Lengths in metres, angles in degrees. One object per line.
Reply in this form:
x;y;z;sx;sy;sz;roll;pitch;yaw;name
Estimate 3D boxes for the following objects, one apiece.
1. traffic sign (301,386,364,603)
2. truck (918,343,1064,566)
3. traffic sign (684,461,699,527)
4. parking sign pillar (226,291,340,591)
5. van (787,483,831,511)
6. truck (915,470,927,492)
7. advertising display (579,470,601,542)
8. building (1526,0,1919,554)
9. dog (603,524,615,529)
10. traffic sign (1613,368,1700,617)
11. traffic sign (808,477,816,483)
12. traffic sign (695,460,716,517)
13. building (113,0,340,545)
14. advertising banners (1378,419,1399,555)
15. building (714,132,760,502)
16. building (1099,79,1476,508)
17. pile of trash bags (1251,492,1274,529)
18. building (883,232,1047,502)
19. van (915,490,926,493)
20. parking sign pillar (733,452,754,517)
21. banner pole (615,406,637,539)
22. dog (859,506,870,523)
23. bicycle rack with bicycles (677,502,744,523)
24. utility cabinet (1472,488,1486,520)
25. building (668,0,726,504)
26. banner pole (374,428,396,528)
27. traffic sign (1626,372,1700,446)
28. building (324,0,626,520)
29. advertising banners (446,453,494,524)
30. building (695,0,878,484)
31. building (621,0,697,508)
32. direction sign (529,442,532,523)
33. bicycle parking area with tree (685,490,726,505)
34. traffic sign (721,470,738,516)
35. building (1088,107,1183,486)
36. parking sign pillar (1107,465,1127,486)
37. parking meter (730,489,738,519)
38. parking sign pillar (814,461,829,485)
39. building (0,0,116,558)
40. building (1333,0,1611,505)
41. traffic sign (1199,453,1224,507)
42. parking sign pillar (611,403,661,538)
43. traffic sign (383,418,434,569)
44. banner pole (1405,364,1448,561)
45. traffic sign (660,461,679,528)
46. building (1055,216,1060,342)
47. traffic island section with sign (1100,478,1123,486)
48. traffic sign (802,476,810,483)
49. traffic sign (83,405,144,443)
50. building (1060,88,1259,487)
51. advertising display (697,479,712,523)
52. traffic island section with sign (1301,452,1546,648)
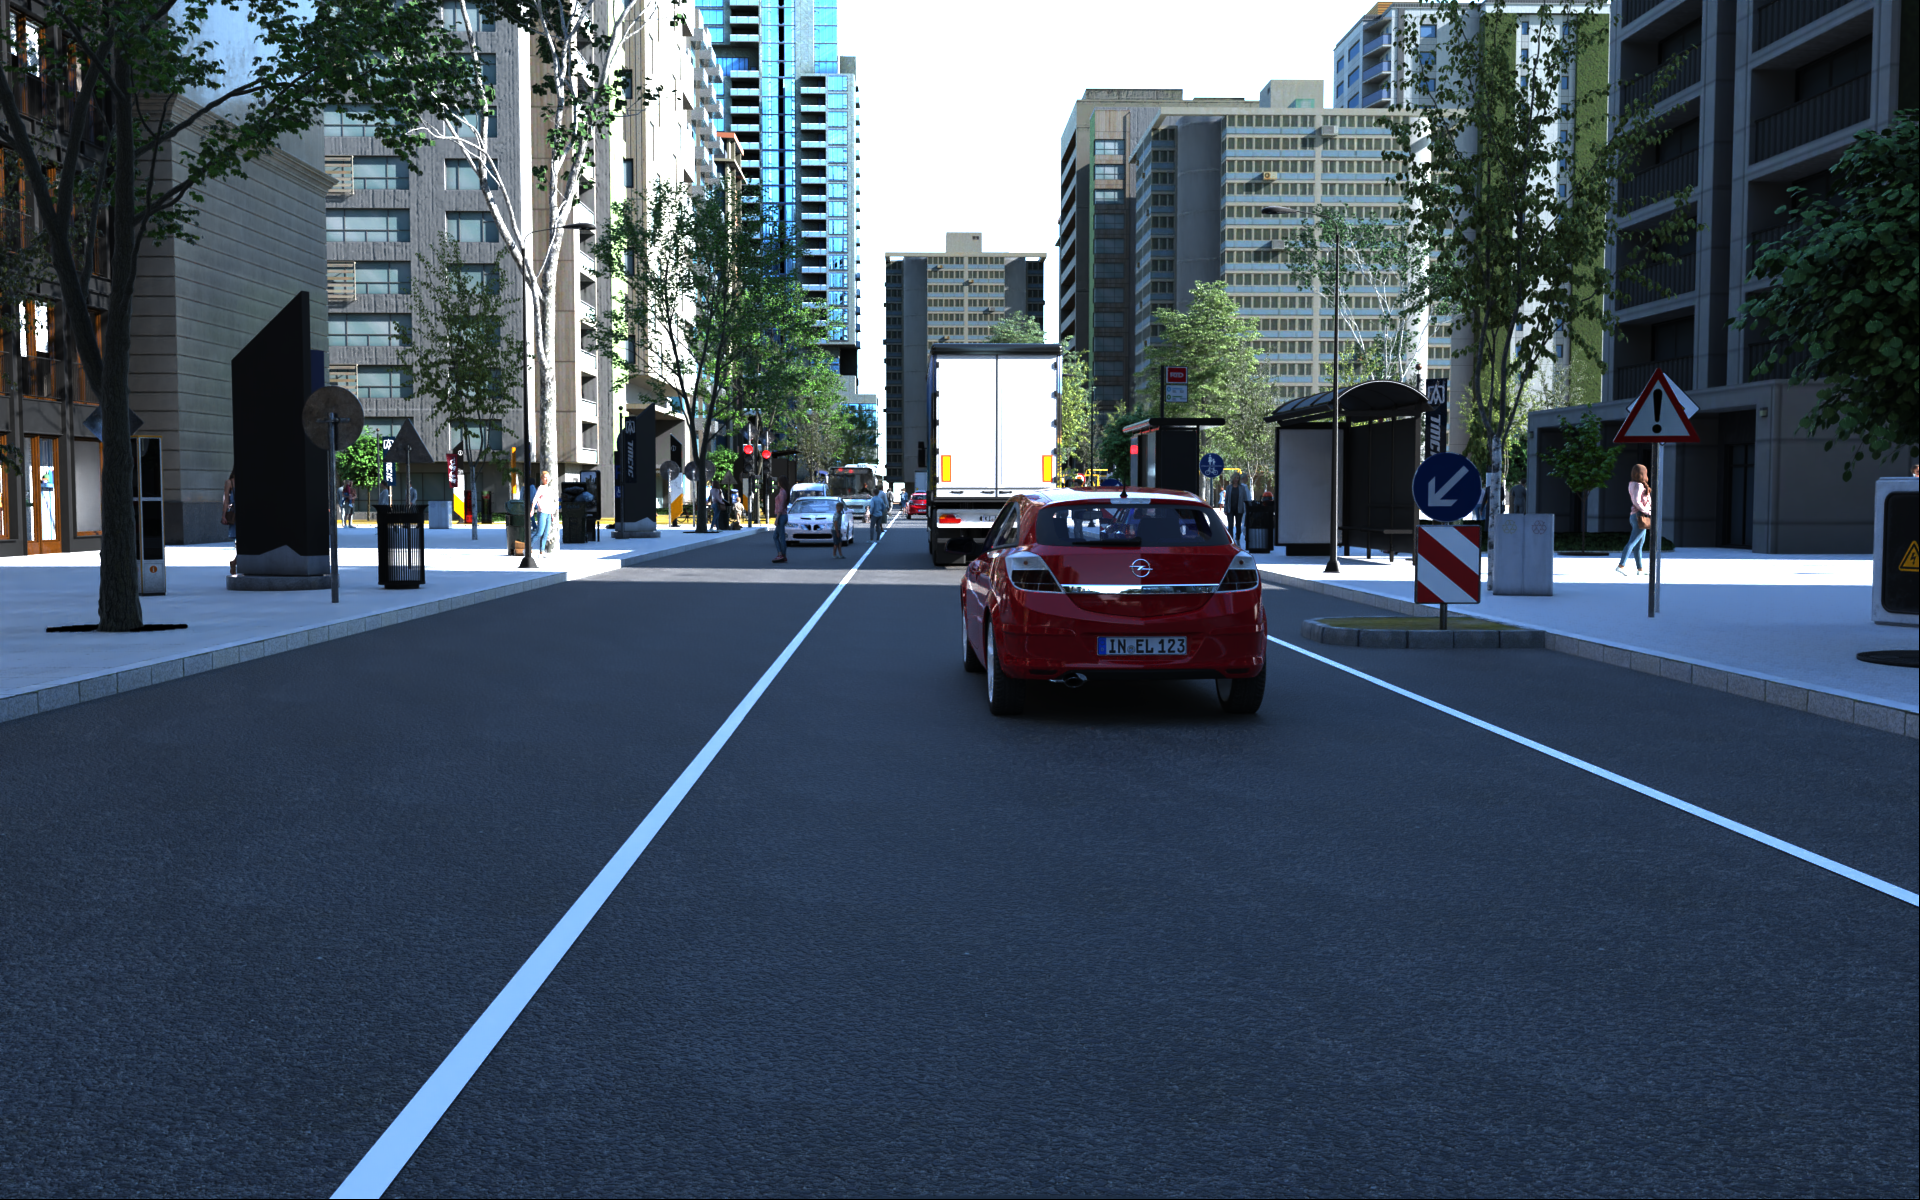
-7.379;-1.240;20.376;0.768;2.556;0.104;0;4;6;traffic sign
0.520;-2.993;37.854;2.839;4.237;11.283;0;4;-2;truck
-10.313;-4.097;67.100;0.768;2.556;0.104;0;4;8;traffic sign
-9.219;-2.142;23.490;1.447;3.967;1.447;2;4;24;parking sign pillar
-5.677;-3.549;65.036;2.013;2.044;4.112;0;4;0;van
-4.192;-13.579;210.937;2.839;4.237;11.283;0;4;-1;truck
-10.043;-2.560;47.064;0.123;1.923;0.974;-3;5;-40;advertising display
27.381;-36.780;39.603;20.563;71.187;20.611;0;4;-2;building
-12.706;-2.795;63.433;0.550;0.427;0.748;-3;5;-45;dog
7.198;-1.098;17.959;0.884;2.594;0.081;0;4;2;traffic sign
-10.905;-7.740;126.651;0.768;2.556;0.104;0;4;3;traffic sign
-9.434;-3.917;64.148;0.768;2.556;0.104;0;4;6;traffic sign
-31.785;-15.347;48.181;25.104;27.353;12.463;0;4;-2;building
9.260;-2.526;37.493;0.090;3.025;2.074;0;4;2;advertising banners
-38.380;-33.544;203.068;28.867;44.769;22.147;0;4;-2;building
29.876;-29.043;166.727;32.217;40.220;23.993;0;4;-2;building
11.718;-3.420;65.673;1.912;1.369;3.447;0;4;6;pile of trash bags
0.535;-34.721;259.567;23.993;40.220;32.217;0;4;-2;building
-4.502;-11.691;198.166;2.013;2.044;4.112;0;4;-1;van
-12.363;-6.766;99.104;1.447;3.967;1.447;3;4;37;parking sign pillar
-9.446;-3.616;49.131;0.863;3.779;0.401;3;4;37;banner pole
-4.823;-4.283;86.857;0.800;0.831;0.513;-1;4;-23;dog
-11.000;-3.962;78.161;2.925;0.926;2.852;2;4;33;bicycle rack with bicycles
19.626;-3.476;65.511;0.318;1.500;1.173;0;4;6;utility cabinet
-34.292;-33.291;163.920;23.786;49.044;30.456;0;4;-2;building
-21.903;-4.646;65.985;0.863;3.779;0.401;-1;4;-20;banner pole
7.572;-1.157;18.658;0.795;2.593;0.064;0;4;1;traffic sign
-25.688;-24.898;90.679;14.154;41.232;14.086;0;4;-2;building
-21.107;-4.795;74.578;2.074;3.025;0.090;0;4;5;advertising banners
-27.642;-57.535;253.367;31.000;86.520;22.319;0;4;-2;building
-33.073;-32.408;119.108;28.713;52.752;27.495;0;4;-2;building
-18.929;-5.129;75.850;0.379;3.537;0.876;-2;4;-31;direction sign
-21.650;-9.553;143.197;8.231;4.147;9.016;3;5;42;bicycle parking area with tree
-12.151;-5.578;91.210;0.884;2.594;0.081;0;4;-1;traffic sign
20.719;-30.756;186.451;14.154;41.232;14.086;0;4;-2;building
7.264;-5.441;77.435;1.447;3.967;1.447;2;4;28;parking sign pillar
-12.836;-5.436;97.286;0.372;1.533;0.369;0;3;0;parking meter
-11.437;-9.482;143.497;1.447;3.967;1.447;-2;4;-35;parking sign pillar
-25.328;-12.353;31.648;12.332;23.373;15.834;0;4;-2;building
60.503;-40.599;205.790;28.212;58.520;21.231;0;4;-2;building
7.799;-3.282;53.766;0.768;2.556;0.104;0;4;2;traffic sign
-9.550;-3.819;50.915;1.447;3.967;1.447;2;4;35;parking sign pillar
-9.423;-1.810;29.590;0.884;2.594;0.081;0;4;1;traffic sign
8.951;-2.638;33.142;0.401;3.779;0.863;-3;5;-43;banner pole
-11.060;-4.027;65.941;0.768;2.556;0.104;0;4;6;traffic sign
27.344;-36.813;256.519;28.867;44.769;22.147;0;4;-2;building
3.723;-2.208;44.725;1.989;1.847;2.006;0;4;-2;traffic island section with sign
-10.947;-7.554;123.509;0.884;2.594;0.081;0;4;3;traffic sign
-10.917;-1.383;22.353;0.795;2.593;0.064;0;4;2;traffic sign
23.311;-35.499;204.111;21.300;48.544;21.600;0;4;-2;building
-11.181;-4.318;75.809;0.123;1.923;0.974;2;4;28;advertising display
4.451;-0.515;17.050;1.989;1.847;2.006;0;4;-2;traffic island section with sign
